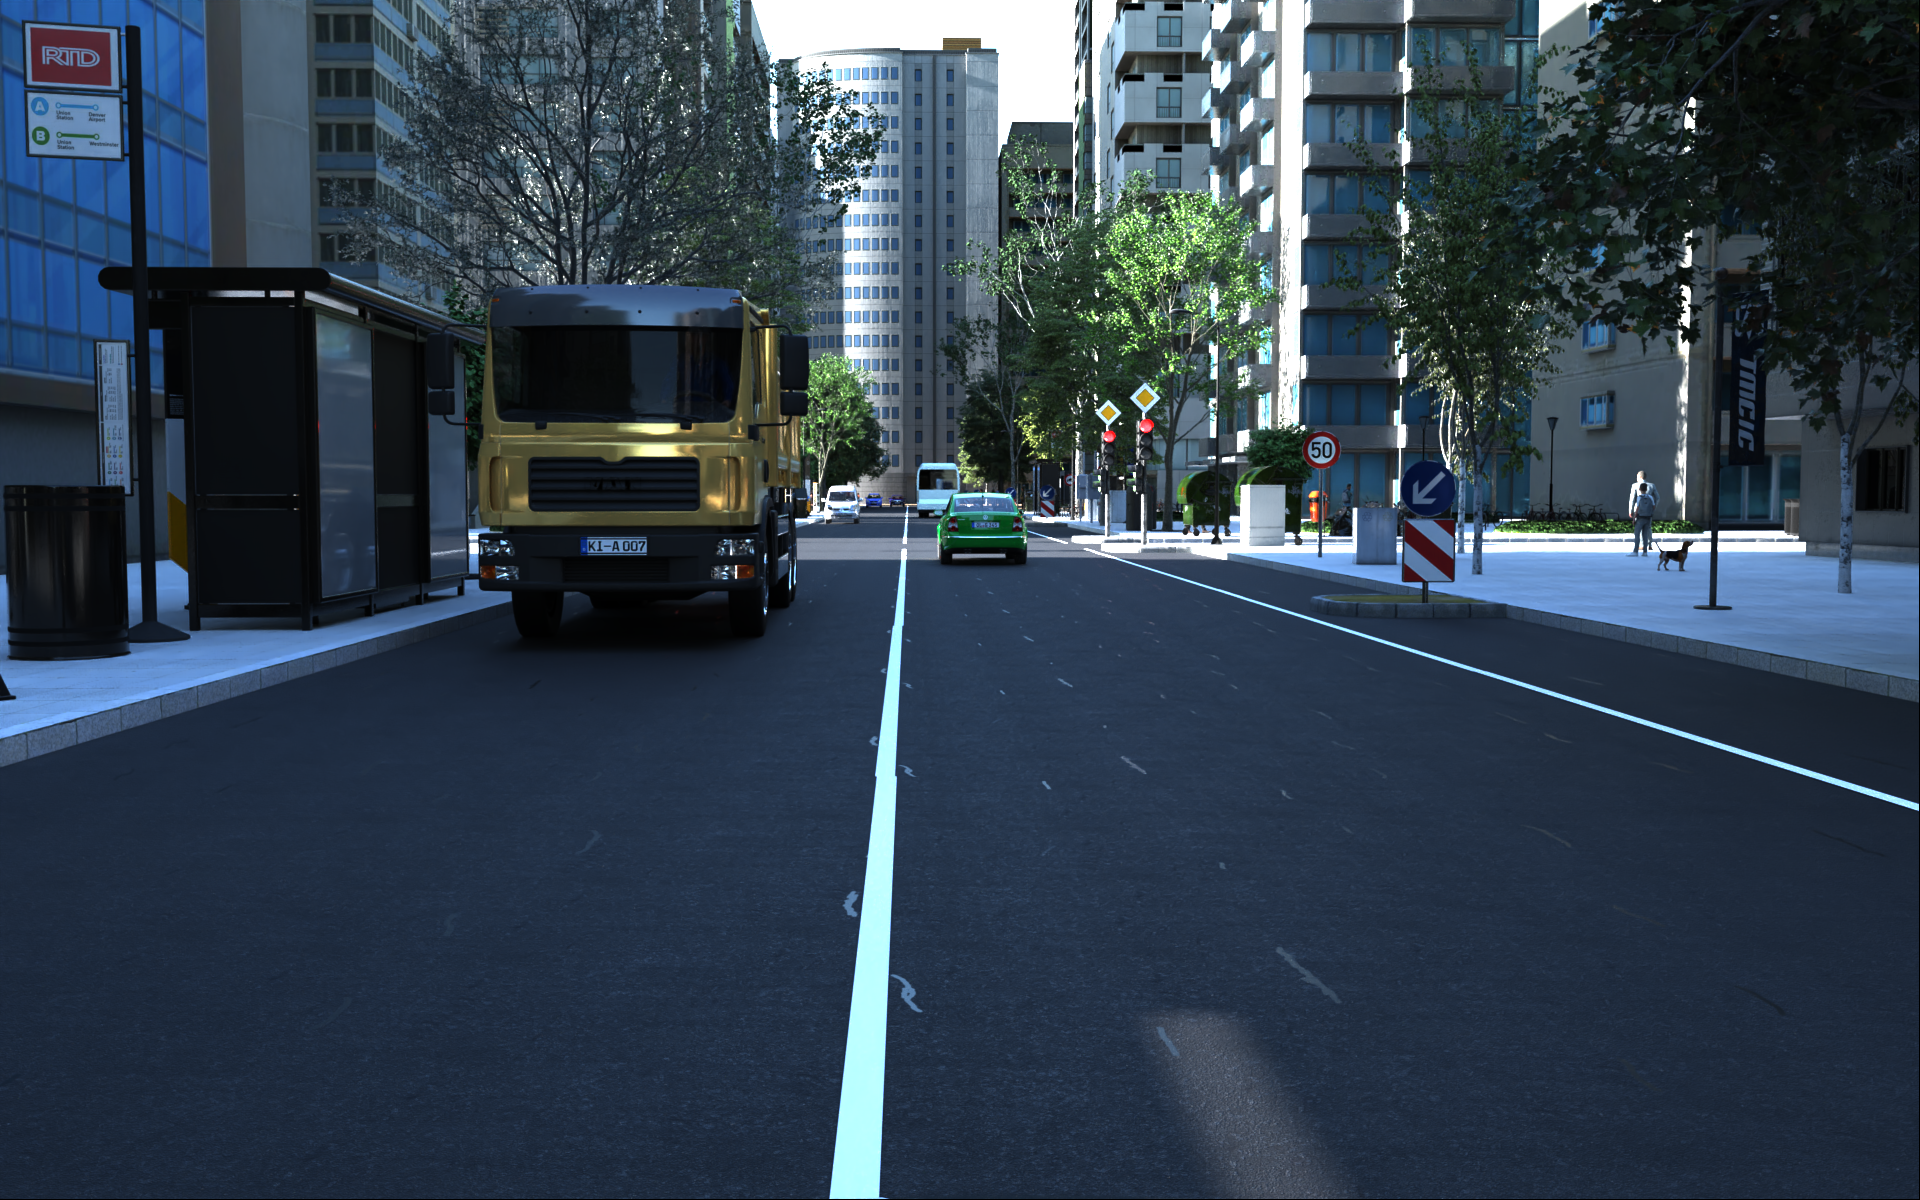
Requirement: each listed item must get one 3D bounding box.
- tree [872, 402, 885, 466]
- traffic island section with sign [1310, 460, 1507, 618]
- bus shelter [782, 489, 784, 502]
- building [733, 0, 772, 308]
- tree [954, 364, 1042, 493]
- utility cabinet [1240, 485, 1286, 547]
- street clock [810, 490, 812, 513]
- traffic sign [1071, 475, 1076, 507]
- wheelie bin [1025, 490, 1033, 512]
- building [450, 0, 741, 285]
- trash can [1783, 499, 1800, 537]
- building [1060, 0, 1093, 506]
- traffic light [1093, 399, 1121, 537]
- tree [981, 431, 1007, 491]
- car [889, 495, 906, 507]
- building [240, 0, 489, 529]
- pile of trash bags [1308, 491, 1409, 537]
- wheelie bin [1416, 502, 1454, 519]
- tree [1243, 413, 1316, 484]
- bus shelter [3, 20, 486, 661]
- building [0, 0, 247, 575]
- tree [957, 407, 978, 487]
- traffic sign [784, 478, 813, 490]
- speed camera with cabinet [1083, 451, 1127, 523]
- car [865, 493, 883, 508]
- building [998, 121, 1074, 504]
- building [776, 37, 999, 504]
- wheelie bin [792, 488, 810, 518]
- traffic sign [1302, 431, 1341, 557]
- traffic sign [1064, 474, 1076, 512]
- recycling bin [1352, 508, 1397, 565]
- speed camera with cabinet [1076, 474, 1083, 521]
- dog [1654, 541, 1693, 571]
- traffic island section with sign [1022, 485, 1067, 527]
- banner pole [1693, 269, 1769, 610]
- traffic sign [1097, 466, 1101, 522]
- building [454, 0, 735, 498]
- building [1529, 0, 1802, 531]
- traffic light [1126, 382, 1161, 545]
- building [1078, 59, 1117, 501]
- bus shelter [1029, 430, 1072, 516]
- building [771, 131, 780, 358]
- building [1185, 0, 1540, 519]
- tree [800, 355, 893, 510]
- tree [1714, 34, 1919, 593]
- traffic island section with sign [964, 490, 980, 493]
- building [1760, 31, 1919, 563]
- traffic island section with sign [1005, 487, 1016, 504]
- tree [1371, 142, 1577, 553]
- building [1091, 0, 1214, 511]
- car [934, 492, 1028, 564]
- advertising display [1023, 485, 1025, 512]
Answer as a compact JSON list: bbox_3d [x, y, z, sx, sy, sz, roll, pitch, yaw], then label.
[{"bbox_3d":[-11.394,-15.700,174.824,7.486,12.596,7.792,0,3,0],"label":"tree"},{"bbox_3d":[5.344,-0.758,21.024,1.989,1.847,2.006,0,4,-2],"label":"traffic island section with sign"},{"bbox_3d":[-10.004,-6.131,91.527,1.731,3.624,6.357,0,4,-2],"label":"bus shelter"},{"bbox_3d":[-29.423,-33.087,164.668,21.300,48.544,21.600,0,4,-2],"label":"building"},{"bbox_3d":[4.118,-16.053,169.124,9.857,13.997,8.962,0,3,0],"label":"tree"},{"bbox_3d":[7.313,-2.028,41.838,1.173,1.500,0.318,-2,4,-33],"label":"utility cabinet"},{"bbox_3d":[-10.223,-6.907,117.495,0.358,2.002,0.471,-2,4,-30],"label":"street clock"},{"bbox_3d":[7.049,-6.712,109.840,0.768,2.556,0.104,0,4,5],"label":"traffic sign"},{"bbox_3d":[5.022,-7.107,124.107,0.980,1.594,0.693,0,4,3],"label":"wheelie bin"},{"bbox_3d":[-32.119,-33.683,139.948,28.713,52.752,27.495,0,4,-2],"label":"building"},{"bbox_3d":[25.626,-2.536,53.119,0.748,1.137,0.748,0,3,0],"label":"trash can"},{"bbox_3d":[20.966,-45.581,183.503,20.563,71.187,20.611,0,4,-2],"label":"building"},{"bbox_3d":[4.388,-3.833,51.594,0.839,4.253,0.868,0,4,-2],"label":"traffic light"},{"bbox_3d":[3.620,-14.493,187.317,4.360,8.622,3.978,0,3,0],"label":"tree"},{"bbox_3d":[-7.122,-11.253,196.574,1.945,1.354,3.894,0,4,-2],"label":"car"},{"bbox_3d":[-34.159,-23.066,69.006,32.217,40.220,23.993,0,4,-2],"label":"building"},{"bbox_3d":[11.913,-2.604,52.326,3.447,1.369,1.912,-2,4,-30],"label":"pile of trash bags"},{"bbox_3d":[9.323,-1.605,34.150,0.693,1.594,0.980,0,4,4],"label":"wheelie bin"},{"bbox_3d":[13.170,-5.320,70.698,4.285,4.588,4.351,0,3,0],"label":"tree"},{"bbox_3d":[-6.936,-2.440,17.518,2.179,5.291,8.768,0,4,-2],"label":"bus shelter"},{"bbox_3d":[-21.955,-23.142,28.478,14.200,45.320,14.600,0,4,-2],"label":"building"},{"bbox_3d":[3.520,-17.077,197.338,7.486,12.596,7.792,0,3,0],"label":"tree"},{"bbox_3d":[-10.261,-6.954,107.568,2.265,3.308,0.079,0,4,5],"label":"traffic sign"},{"bbox_3d":[6.647,-5.050,76.904,2.038,3.252,0.660,0,4,-5],"label":"speed camera with cabinet"},{"bbox_3d":[-9.122,-10.652,183.745,1.945,1.707,3.694,0,4,-2],"label":"car"},{"bbox_3d":[15.449,-37.009,228.800,21.600,48.544,21.300,0,4,-2],"label":"building"},{"bbox_3d":[-9.502,-41.907,227.172,28.212,58.520,21.231,0,4,-2],"label":"building"},{"bbox_3d":[-8.468,-5.118,91.587,0.980,1.594,0.693,-1,4,-16],"label":"wheelie bin"},{"bbox_3d":[7.303,-2.137,35.050,0.768,2.556,0.104,0,4,7],"label":"traffic sign"},{"bbox_3d":[6.954,-6.679,109.300,0.768,2.556,0.104,0,4,7],"label":"traffic sign"},{"bbox_3d":[7.606,-1.176,31.790,0.722,1.027,0.722,0,4,5],"label":"recycling bin"},{"bbox_3d":[6.511,-5.314,81.226,2.038,3.252,0.660,2,4,25],"label":"speed camera with cabinet"},{"bbox_3d":[11.921,-0.741,28.939,0.540,0.507,0.406,1,4,10],"label":"dog"},{"bbox_3d":[3.695,-4.163,76.687,1.989,1.847,2.006,0,4,-2],"label":"traffic island section with sign"},{"bbox_3d":[8.506,-1.774,19.023,0.401,3.779,0.863,-2,4,-25],"label":"banner pole"},{"bbox_3d":[6.441,-4.898,80.090,0.884,2.594,0.081,0,4,-1],"label":"traffic sign"},{"bbox_3d":[-20.860,-25.566,101.594,14.154,41.232,14.086,0,4,-2],"label":"building"},{"bbox_3d":[35.204,-27.253,69.294,21.600,48.544,21.300,0,4,-2],"label":"building"},{"bbox_3d":[4.625,-3.345,43.612,0.839,4.253,0.868,0,4,-2],"label":"traffic light"},{"bbox_3d":[18.243,-29.567,167.014,14.154,41.232,14.086,0,4,-2],"label":"building"},{"bbox_3d":[5.428,-7.860,106.149,2.179,5.291,8.768,0,4,-2],"label":"bus shelter"},{"bbox_3d":[-26.576,-30.734,186.092,14.086,41.232,14.154,0,4,-2],"label":"building"},{"bbox_3d":[26.237,-29.342,99.343,23.786,49.044,30.456,0,4,-2],"label":"building"},{"bbox_3d":[-11.158,-13.713,141.215,9.611,12.733,9.660,0,3,0],"label":"tree"},{"bbox_3d":[11.425,-4.378,21.944,4.360,8.622,3.978,0,3,0],"label":"tree"},{"bbox_3d":[1.380,-8.911,154.320,1.989,1.847,2.006,0,4,-2],"label":"traffic island section with sign"},{"bbox_3d":[23.480,-12.340,20.833,14.314,24.678,30.058,0,4,-2],"label":"building"},{"bbox_3d":[2.888,-5.811,103.630,1.989,1.847,2.006,0,4,-2],"label":"traffic island section with sign"},{"bbox_3d":[11.070,-5.309,37.169,4.360,8.622,3.978,0,3,0],"label":"tree"},{"bbox_3d":[25.816,-34.026,145.569,28.713,52.752,27.495,0,4,-2],"label":"building"},{"bbox_3d":[0.430,-1.713,36.801,1.959,1.807,4.718,0,4,-2],"label":"car"},{"bbox_3d":[4.500,-7.109,121.442,0.123,1.923,0.974,0,4,4],"label":"advertising display"}]
